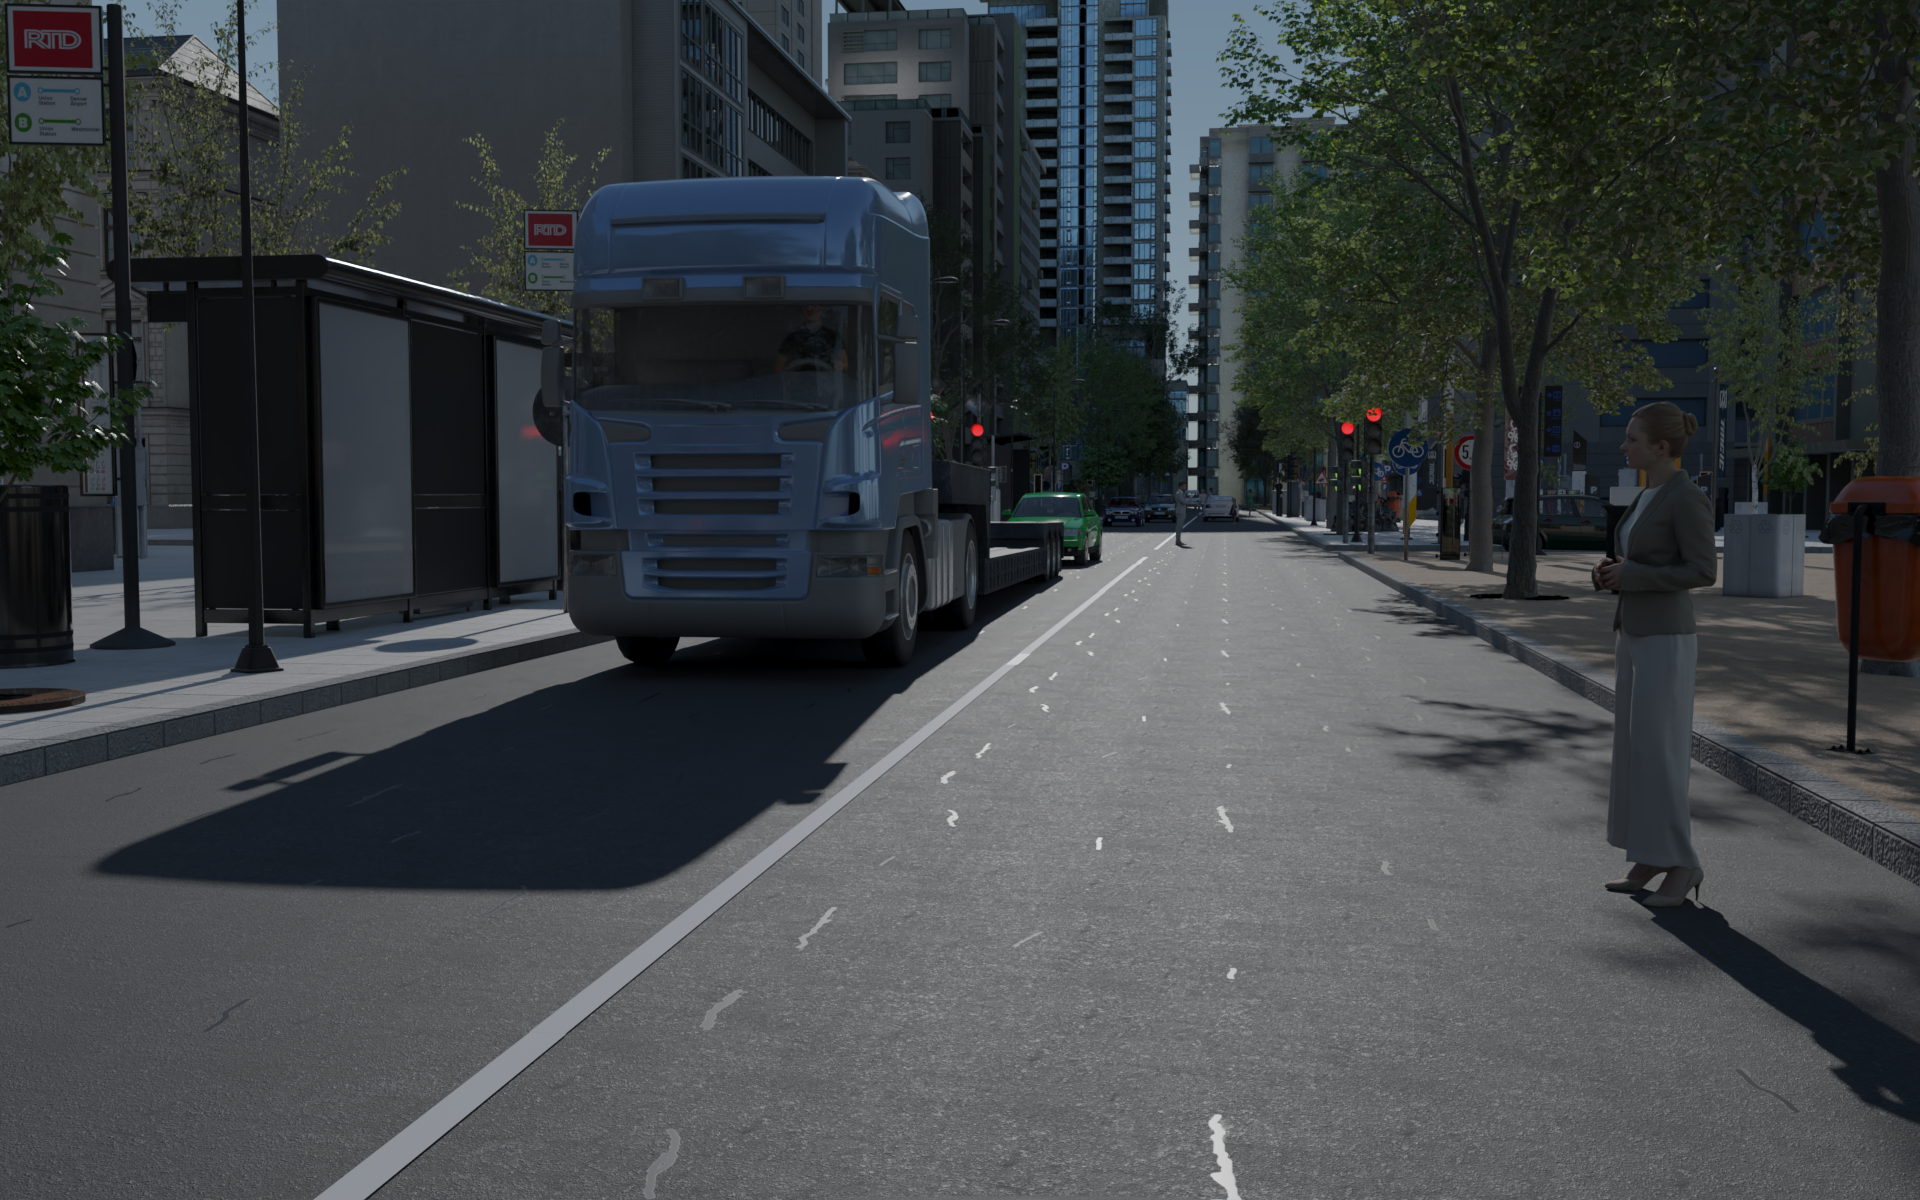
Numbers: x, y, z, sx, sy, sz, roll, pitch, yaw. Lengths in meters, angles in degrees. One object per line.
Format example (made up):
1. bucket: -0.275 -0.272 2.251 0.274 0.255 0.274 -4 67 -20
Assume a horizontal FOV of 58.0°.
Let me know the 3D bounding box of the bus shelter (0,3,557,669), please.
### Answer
1. bus shelter: -6.328 -2.395 16.788 2.179 5.291 8.768 1 4 9

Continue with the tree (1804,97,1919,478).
1. tree: 16.663 -4.831 29.344 4.360 8.622 3.978 0 3 0

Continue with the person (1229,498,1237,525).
1. person: 12.833 -4.171 81.362 0.373 1.253 0.362 0 4 7

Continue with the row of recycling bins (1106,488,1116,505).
1. row of recycling bins: 9.467 -6.453 112.617 1.069 1.692 3.534 0 4 -5

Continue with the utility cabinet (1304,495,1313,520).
1. utility cabinet: 16.922 -4.454 83.983 0.306 1.237 1.020 0 4 2

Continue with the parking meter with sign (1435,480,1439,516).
1. parking meter with sign: 25.072 -5.858 92.039 0.543 3.016 1.738 -2 4 -25

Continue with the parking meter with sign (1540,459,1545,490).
1. parking meter with sign: 28.695 -5.501 86.194 0.543 3.016 1.738 2 4 24

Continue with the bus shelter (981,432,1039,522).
1. bus shelter: 1.963 -4.761 69.130 1.731 3.624 6.357 1 4 9

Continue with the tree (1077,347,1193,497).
1. tree: 13.483 -13.366 135.546 9.611 12.733 9.660 0 3 0

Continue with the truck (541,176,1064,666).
1. truck: -0.643 -1.937 21.432 2.967 4.110 18.799 0 4 8

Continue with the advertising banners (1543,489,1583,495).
1. advertising banners: 18.320 -3.514 53.646 2.074 3.025 0.090 -1 4 -9

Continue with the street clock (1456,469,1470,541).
1. street clock: 13.855 -2.604 47.148 0.471 2.002 0.358 -3 5 -43

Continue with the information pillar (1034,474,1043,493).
1. information pillar: 2.885 -3.637 63.955 0.304 2.012 0.304 0 4 6

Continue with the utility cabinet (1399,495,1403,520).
1. utility cabinet: 21.675 -4.522 85.093 1.020 1.237 0.306 0 4 3

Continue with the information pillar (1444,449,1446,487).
1. information pillar: 25.245 -6.020 89.788 0.504 3.616 0.183 -3 5 -44

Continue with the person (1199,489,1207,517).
1. person: 15.431 -6.104 108.965 0.731 1.740 0.598 -1 4 -14

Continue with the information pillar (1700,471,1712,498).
1. information pillar: 24.293 -3.178 56.454 0.304 2.012 0.304 3 5 42

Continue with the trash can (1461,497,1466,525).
1. trash can: 20.867 -3.739 72.782 0.748 1.137 0.748 0 3 0

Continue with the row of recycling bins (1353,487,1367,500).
1. row of recycling bins: 21.489 -5.293 93.652 1.069 1.692 3.534 1 4 10

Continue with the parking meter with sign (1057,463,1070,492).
1. parking meter with sign: 5.569 -6.063 95.387 0.543 3.016 1.738 1 4 19

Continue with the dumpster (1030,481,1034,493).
1. dumpster: 2.801 -4.213 74.641 1.264 1.857 1.865 1 4 8

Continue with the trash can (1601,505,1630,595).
1. trash can: 8.574 -0.641 22.128 0.748 1.137 0.748 0 3 0

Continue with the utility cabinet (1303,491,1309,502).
1. utility cabinet: 22.765 -6.447 114.084 0.318 1.500 1.173 0 4 5

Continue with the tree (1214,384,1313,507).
1. tree: 30.451 -16.064 173.009 12.009 13.543 11.850 0 3 0

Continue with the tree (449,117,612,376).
1. tree: -8.530 -5.151 34.585 4.360 8.622 3.978 0 3 0

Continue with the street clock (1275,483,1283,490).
1. street clock: 20.572 -6.555 111.749 0.471 2.002 0.358 -2 4 -23

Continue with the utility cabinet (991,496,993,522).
1. utility cabinet: 0.447 -2.504 52.101 1.020 1.237 0.306 1 4 19

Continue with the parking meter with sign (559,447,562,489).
1. parking meter with sign: -13.092 -3.519 53.796 0.543 3.016 1.738 3 5 40

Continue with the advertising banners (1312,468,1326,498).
1. advertising banners: 23.586 -7.194 113.807 0.090 3.025 2.074 -1 4 -13

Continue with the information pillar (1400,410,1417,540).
1. information pillar: 12.621 -3.501 48.601 0.504 3.616 0.183 -3 4 -36

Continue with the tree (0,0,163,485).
1. tree: -10.963 -4.206 19.125 4.737 8.622 4.395 0 3 0

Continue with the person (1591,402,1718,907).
1. person: 2.451 0.174 6.205 0.362 1.759 0.519 0 4 0

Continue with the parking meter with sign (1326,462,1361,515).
1. parking meter with sign: 20.368 -5.825 91.496 1.738 3.016 0.543 0 4 -6

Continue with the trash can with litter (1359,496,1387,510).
1. trash can with litter: 15.463 -3.304 65.408 1.055 1.170 0.624 2 4 33

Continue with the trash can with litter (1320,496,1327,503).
1. trash can with litter: 20.589 -5.386 99.449 1.055 1.170 0.624 -1 4 -18

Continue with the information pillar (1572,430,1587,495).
1. information pillar: 22.468 -4.375 62.883 0.504 3.616 0.183 1 4 23

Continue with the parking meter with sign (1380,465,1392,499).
1. parking meter with sign: 25.727 -6.642 104.854 0.543 3.016 1.738 0 4 6

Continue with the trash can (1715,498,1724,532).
1. trash can: 25.372 -2.864 58.472 0.748 1.137 0.748 0 3 0

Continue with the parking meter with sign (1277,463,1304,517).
1. parking meter with sign: 18.732 -6.176 97.232 1.738 3.016 0.543 2 4 27

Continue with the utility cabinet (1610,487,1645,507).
1. utility cabinet: 20.415 -2.694 52.733 1.173 1.500 0.318 1 4 15

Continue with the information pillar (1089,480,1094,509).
1. information pillar: 6.751 -5.196 89.443 0.304 2.012 0.304 1 4 22

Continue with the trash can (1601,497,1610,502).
1. trash can: 29.213 -4.051 77.884 0.748 1.137 0.748 0 3 0

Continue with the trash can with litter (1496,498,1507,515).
1. trash can with litter: 21.368 -3.455 67.881 0.624 1.170 1.055 -1 4 -20

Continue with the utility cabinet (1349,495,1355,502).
1. utility cabinet: 17.444 -4.087 77.988 0.306 1.237 1.020 2 4 33

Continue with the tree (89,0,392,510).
1. tree: -10.443 -4.557 24.874 4.360 8.622 3.978 0 3 0

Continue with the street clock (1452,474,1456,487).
1. street clock: 17.346 -3.417 60.444 0.471 2.002 0.358 1 4 21

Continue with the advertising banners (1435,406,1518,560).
1. advertising banners: 10.217 -2.306 33.897 2.074 3.025 0.090 -1 4 -21

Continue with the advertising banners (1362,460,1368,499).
1. advertising banners: 20.646 -5.632 88.275 0.090 3.025 2.074 1 4 20

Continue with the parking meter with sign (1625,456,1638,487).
1. parking meter with sign: 26.982 -4.489 69.652 0.543 3.016 1.738 1 4 22

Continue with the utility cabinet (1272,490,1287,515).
1. utility cabinet: 19.878 -6.011 106.964 1.173 1.500 0.318 3 5 42
